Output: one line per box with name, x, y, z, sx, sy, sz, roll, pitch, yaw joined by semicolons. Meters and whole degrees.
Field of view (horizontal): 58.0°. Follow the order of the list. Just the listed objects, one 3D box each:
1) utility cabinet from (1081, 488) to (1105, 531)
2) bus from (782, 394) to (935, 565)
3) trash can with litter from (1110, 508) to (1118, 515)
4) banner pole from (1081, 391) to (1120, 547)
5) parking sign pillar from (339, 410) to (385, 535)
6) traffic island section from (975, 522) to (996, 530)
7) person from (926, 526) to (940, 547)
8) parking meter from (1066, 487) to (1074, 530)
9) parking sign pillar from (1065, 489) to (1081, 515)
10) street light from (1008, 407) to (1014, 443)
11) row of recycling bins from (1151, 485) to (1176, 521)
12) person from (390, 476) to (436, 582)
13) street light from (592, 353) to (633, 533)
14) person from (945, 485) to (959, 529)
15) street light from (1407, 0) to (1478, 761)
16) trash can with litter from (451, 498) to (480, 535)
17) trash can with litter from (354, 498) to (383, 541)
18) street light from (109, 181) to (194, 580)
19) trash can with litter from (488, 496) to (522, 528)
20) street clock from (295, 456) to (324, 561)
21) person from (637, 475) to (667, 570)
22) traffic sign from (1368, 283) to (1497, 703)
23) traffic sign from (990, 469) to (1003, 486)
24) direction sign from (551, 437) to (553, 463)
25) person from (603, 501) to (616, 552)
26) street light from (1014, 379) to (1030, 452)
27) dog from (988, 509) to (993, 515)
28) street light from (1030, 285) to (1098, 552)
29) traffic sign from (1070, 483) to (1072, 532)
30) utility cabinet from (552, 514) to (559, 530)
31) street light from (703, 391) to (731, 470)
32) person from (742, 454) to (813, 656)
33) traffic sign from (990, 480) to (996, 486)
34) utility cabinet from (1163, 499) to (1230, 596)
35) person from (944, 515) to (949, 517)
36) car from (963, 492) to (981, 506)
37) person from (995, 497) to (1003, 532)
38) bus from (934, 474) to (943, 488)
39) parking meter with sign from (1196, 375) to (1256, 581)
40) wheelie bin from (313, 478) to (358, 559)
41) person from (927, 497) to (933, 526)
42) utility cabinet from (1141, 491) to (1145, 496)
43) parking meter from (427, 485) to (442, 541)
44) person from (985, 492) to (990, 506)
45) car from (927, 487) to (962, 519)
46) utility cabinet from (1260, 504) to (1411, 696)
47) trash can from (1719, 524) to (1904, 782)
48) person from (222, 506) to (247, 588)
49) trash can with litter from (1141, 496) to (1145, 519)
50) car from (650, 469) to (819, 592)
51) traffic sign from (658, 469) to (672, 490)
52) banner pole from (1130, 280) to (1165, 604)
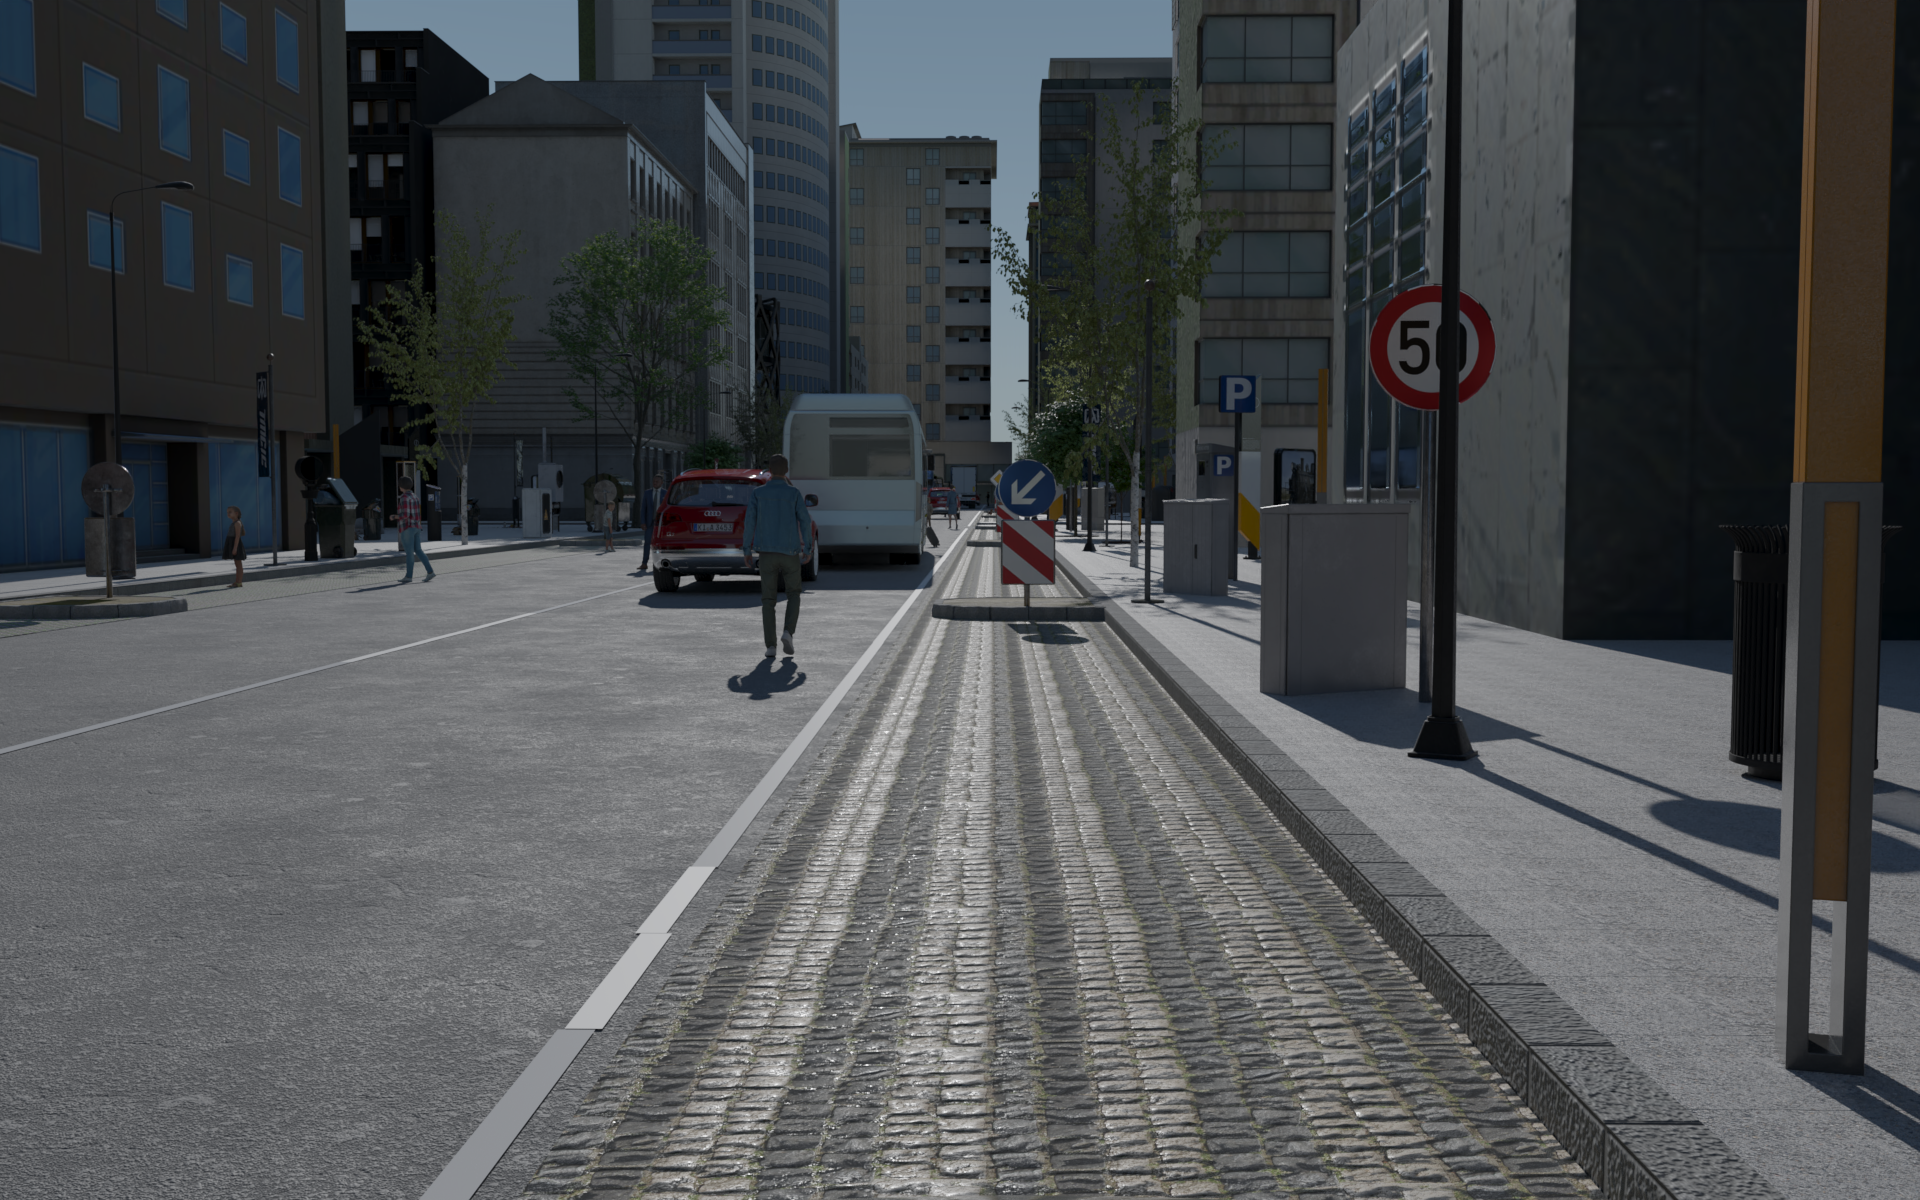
utility cabinet;4.568;-3.120;59.696;0.318;1.500;1.173;-2;4;-24
bus;-2.049;-2.661;38.368;2.948;3.499;13.247;0;4;-1
trash can with litter;9.028;-5.731;104.752;1.678;1.210;2.233;1;4;11
banner pole;3.360;-3.190;42.180;0.863;3.779;0.401;1;4;20
parking sign pillar;-19.179;-4.090;55.345;1.447;3.967;1.447;-1;4;-13
traffic island section;1.627;-2.944;70.415;2.009;0.180;2.903;0;4;1
person;-1.286;-2.314;46.545;1.509;1.804;0.699;-1;4;-11
parking meter;3.960;-3.259;61.693;0.372;1.533;0.369;0;3;0
parking sign pillar;6.980;-7.250;107.002;1.447;3.967;1.447;-2;4;-24
street light;3.428;-7.314;92.131;1.470;5.913;1.316;0;4;1
row of recycling bins;9.827;-4.679;83.618;1.069;1.692;3.534;1;4;15
person;-8.936;-1.157;28.247;0.643;1.720;0.563;0;4;8
street light;-11.497;-5.184;57.294;1.470;5.913;1.316;0;4;1
person;-0.317;-3.826;71.076;0.581;1.822;0.654;-1;4;-21
street light;1.828;-2.189;8.334;1.470;5.913;1.316;0;4;1
trash can with litter;-15.383;-2.589;53.713;1.055;1.170;0.624;2;4;32
trash can with litter;-16.522;-2.234;47.908;1.055;1.170;0.624;-1;4;-8
street light;-12.086;-3.264;25.906;1.470;5.913;1.316;0;4;1
trash can with litter;-16.729;-3.320;65.338;1.678;1.210;2.233;-2;4;-32
street clock;-12.416;-1.744;33.085;0.358;2.002;0.471;3;5;44
person;-5.822;-1.491;33.053;0.721;1.800;0.419;-1;4;-11
traffic sign;2.868;-0.642;10.595;0.768;2.556;0.104;0;4;4
traffic sign;1.603;-4.079;70.338;0.795;2.450;0.064;0;4;1
direction sign;-16.143;-4.681;68.531;0.379;3.537;0.876;-1;4;-11
person;-8.641;-1.807;42.728;0.352;1.250;0.332;2;4;23
street light;3.030;-5.968;70.124;1.470;5.913;1.316;0;4;1
dog;1.881;-5.404;107.648;0.540;0.507;0.406;2;4;27
street light;2.360;-4.041;38.611;1.470;5.913;1.316;0;4;1
traffic sign;3.777;-3.598;58.927;0.768;2.556;0.104;1;4;10
utility cabinet;-14.893;-3.237;61.609;1.173;1.500;0.318;0;4;-7
street light;-11.031;-6.475;78.406;1.470;5.913;1.316;0;4;1
person;-1.602;-0.391;15.244;0.601;1.785;0.444;0;4;-2
traffic sign;1.757;-4.568;78.322;0.795;2.450;0.064;0;4;1
utility cabinet;3.012;-0.675;22.200;0.306;1.237;1.020;-2;4;-30
person;-0.776;-6.022;107.162;0.606;1.804;0.583;-2;4;-28
car;1.450;-12.595;214.604;2.281;1.827;5.304;0;4;3
person;1.570;-3.429;65.565;0.512;1.701;0.522;0;4;1
bus;-3.636;-13.270;208.504;2.896;3.916;12.252;0;4;3
parking meter with sign;3.908;-1.838;26.307;0.543;3.016;1.738;-1;4;-11
wheelie bin;-12.522;-1.638;34.690;0.693;1.594;0.980;0;4;6
person;-1.258;-3.312;66.922;0.475;1.303;0.640;0;4;5
utility cabinet;11.711;-6.201;110.072;0.318;1.500;1.173;1;4;17
parking meter;-14.394;-2.385;47.411;0.372;1.533;0.369;0;3;0
person;3.169;-11.704;200.683;0.721;1.723;1.217;2;4;24
car;-1.016;-5.613;100.448;2.281;1.827;5.304;0;4;-1
utility cabinet;2.443;-0.009;11.312;1.020;1.237;0.306;-2;4;-28
trash can;3.828;0.233;7.841;0.748;1.137;0.748;0;3;0
person;-11.084;-0.811;26.432;0.373;1.253;0.362;-2;4;-33
trash can with litter;9.612;-4.842;90.556;0.624;1.170;1.055;1;4;21
car;-3.402;-1.111;26.846;2.281;1.827;5.304;0;4;1
traffic sign;-12.004;-4.182;70.499;0.606;2.300;0.079;0;4;2
banner pole;2.230;-1.869;20.581;0.401;3.779;0.863;0;4;4
